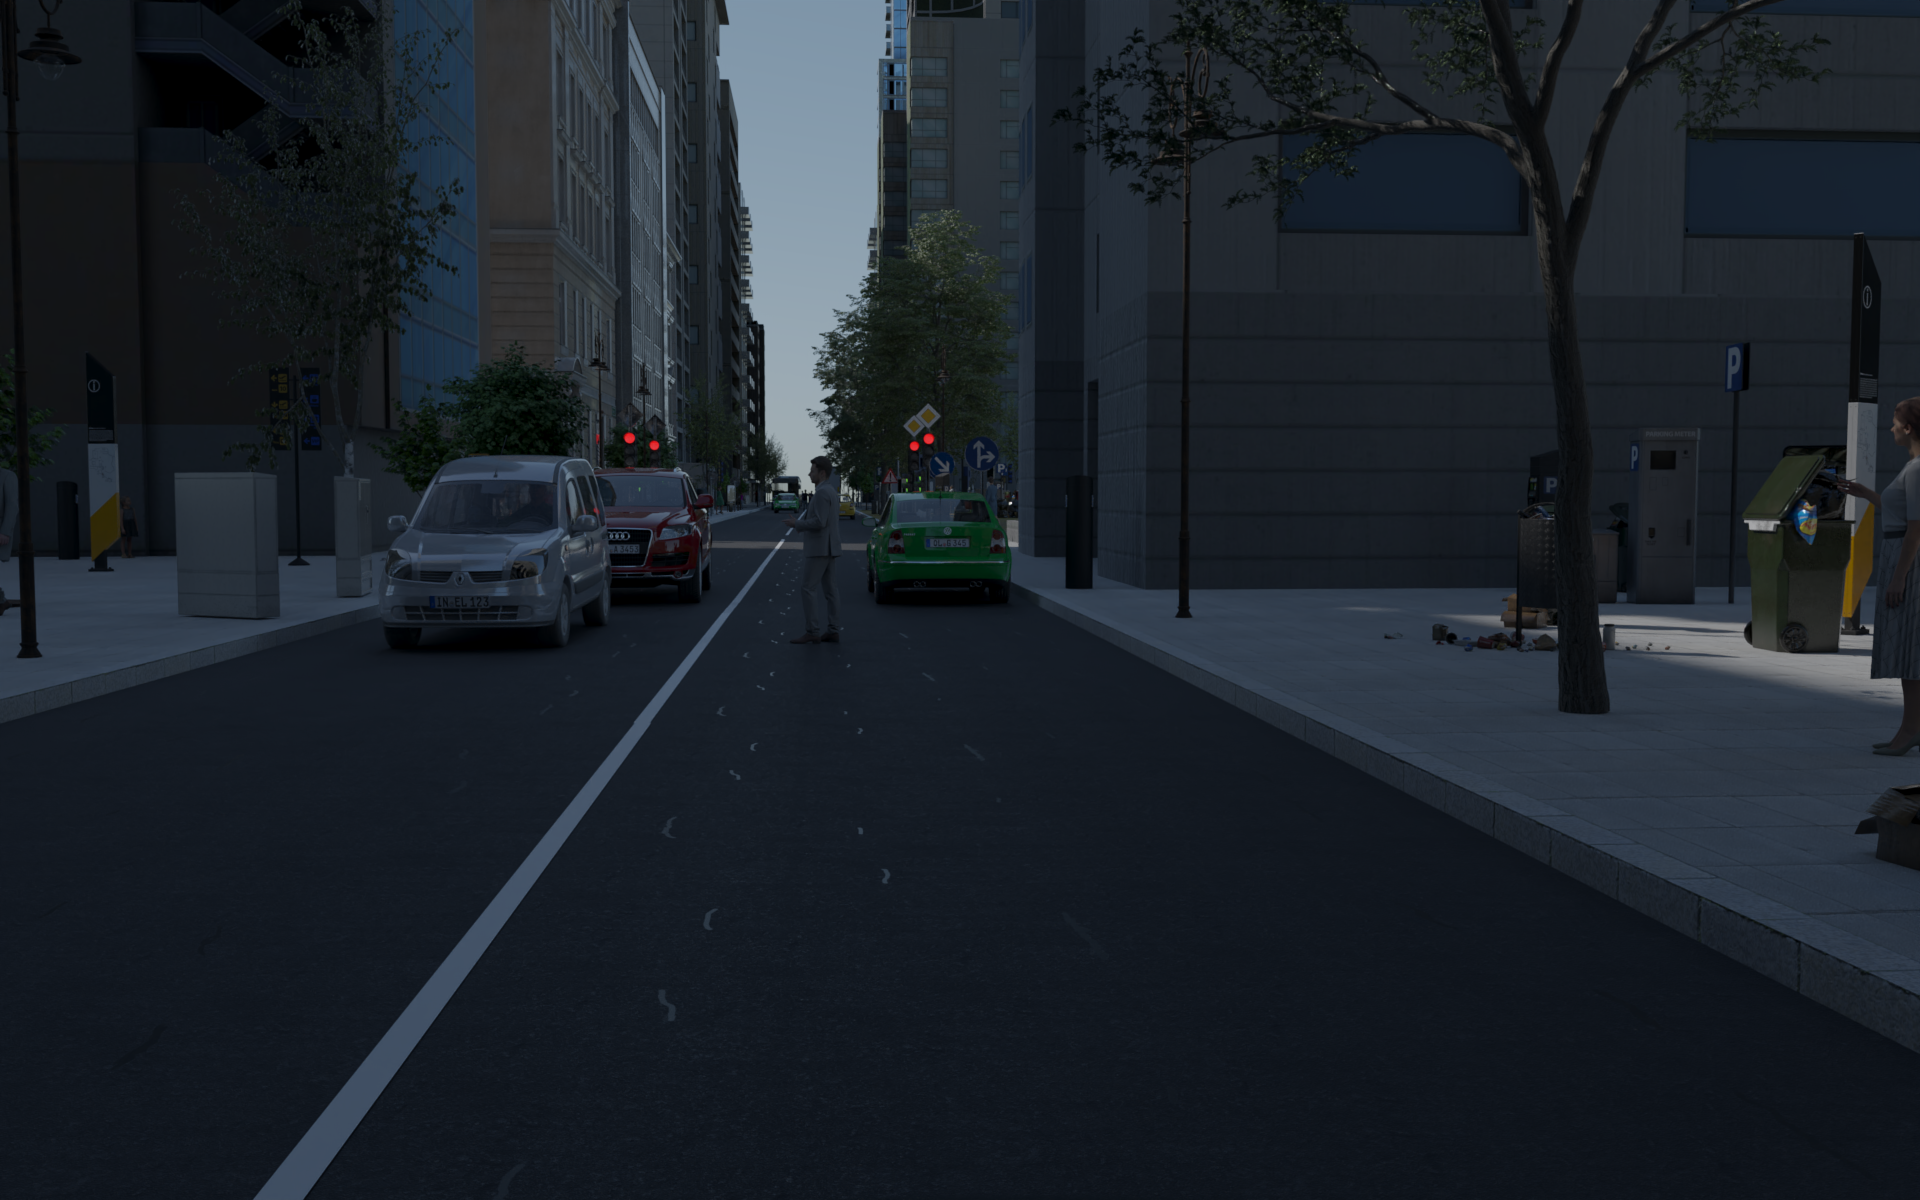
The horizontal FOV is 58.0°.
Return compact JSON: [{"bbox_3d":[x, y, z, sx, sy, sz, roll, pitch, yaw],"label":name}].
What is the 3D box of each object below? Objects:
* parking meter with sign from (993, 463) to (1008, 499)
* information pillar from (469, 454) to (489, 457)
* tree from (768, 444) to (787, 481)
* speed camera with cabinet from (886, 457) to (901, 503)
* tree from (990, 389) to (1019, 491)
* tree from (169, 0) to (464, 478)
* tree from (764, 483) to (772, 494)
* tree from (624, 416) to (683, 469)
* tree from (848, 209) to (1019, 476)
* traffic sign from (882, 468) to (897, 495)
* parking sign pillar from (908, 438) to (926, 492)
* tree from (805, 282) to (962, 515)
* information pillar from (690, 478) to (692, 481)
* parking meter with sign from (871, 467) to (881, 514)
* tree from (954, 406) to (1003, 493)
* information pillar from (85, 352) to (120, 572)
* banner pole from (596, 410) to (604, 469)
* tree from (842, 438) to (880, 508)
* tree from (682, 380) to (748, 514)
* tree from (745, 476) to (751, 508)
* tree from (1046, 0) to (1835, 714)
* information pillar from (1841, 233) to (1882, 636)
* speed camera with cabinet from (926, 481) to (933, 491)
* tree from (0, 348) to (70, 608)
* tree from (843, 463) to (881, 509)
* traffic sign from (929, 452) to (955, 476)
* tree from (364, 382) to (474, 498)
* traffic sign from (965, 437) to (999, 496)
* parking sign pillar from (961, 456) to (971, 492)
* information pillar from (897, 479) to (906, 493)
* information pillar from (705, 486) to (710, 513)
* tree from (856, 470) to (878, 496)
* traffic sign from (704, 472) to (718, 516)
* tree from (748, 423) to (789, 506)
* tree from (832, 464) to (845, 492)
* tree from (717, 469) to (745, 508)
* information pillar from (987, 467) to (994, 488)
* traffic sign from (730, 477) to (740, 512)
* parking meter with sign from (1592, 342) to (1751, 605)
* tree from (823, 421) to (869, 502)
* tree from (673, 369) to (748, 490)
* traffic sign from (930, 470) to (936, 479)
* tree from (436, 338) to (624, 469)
[{"bbox_3d":[2.186,-6.308,99.397,0.543,3.016,1.738,-1,4,-11],"label":"parking meter with sign"},{"bbox_3d":[-8.812,-1.668,31.769,0.304,2.012,0.304,-2,4,-27],"label":"information pillar"},{"bbox_3d":[-26.174,-17.891,242.879,4.737,8.622,4.395,0,3,0],"label":"tree"},{"bbox_3d":[-3.573,-6.016,92.693,0.660,3.252,2.038,-1,4,-8],"label":"speed camera with cabinet"},{"bbox_3d":[4.083,-10.446,121.150,4.737,8.622,4.395,0,3,0],"label":"tree"},{"bbox_3d":[-8.937,-4.557,24.864,4.360,8.622,3.978,0,3,0],"label":"tree"},{"bbox_3d":[-27.976,-15.800,252.936,1.663,3.219,1.824,0,3,0],"label":"tree"},{"bbox_3d":[-12.734,-5.201,68.748,4.285,4.588,4.351,0,3,0],"label":"tree"},{"bbox_3d":[-1.019,-9.261,69.541,7.486,12.596,7.792,0,3,0],"label":"tree"},{"bbox_3d":[-3.470,-5.294,86.555,0.884,2.594,0.081,0,4,4],"label":"traffic sign"},{"bbox_3d":[-1.980,-5.619,80.349,1.447,3.967,1.447,1,4,20],"label":"parking sign pillar"},{"bbox_3d":[-4.499,-12.154,105.380,9.857,13.997,8.962,0,3,0],"label":"tree"},{"bbox_3d":[-12.400,-4.551,78.900,0.304,2.012,0.304,2,4,33],"label":"information pillar"},{"bbox_3d":[-5.301,-7.056,111.620,0.543,3.016,1.738,1,4,12],"label":"parking meter with sign"},{"bbox_3d":[1.176,-11.111,132.025,4.360,8.622,3.978,0,3,0],"label":"tree"},{"bbox_3d":[-14.148,-2.277,28.577,0.504,3.616,0.183,0,4,6],"label":"information pillar"},{"bbox_3d":[-10.639,-3.745,51.247,0.401,3.779,0.863,0,4,5],"label":"banner pole"},{"bbox_3d":[-9.607,-13.271,167.345,4.360,8.622,3.978,0,3,0],"label":"tree"},{"bbox_3d":[-15.765,-9.776,110.201,4.360,8.622,3.978,0,3,0],"label":"tree"},{"bbox_3d":[-20.168,-10.108,159.874,1.663,3.219,1.824,0,3,0],"label":"tree"},{"bbox_3d":[3.685,-4.638,10.244,8.767,10.594,7.601,0,4,-3],"label":"tree"},{"bbox_3d":[8.227,-1.495,15.804,0.504,3.616,0.183,-3,5,-43],"label":"information pillar"},{"bbox_3d":[-1.852,-7.745,120.960,0.660,3.252,2.038,-3,5,-40],"label":"speed camera with cabinet"},{"bbox_3d":[-11.037,-1.536,19.721,1.663,3.219,1.824,0,3,0],"label":"tree"},{"bbox_3d":[-10.955,-12.513,188.303,4.285,4.588,4.351,0,3,0],"label":"tree"},{"bbox_3d":[-0.538,-3.193,52.308,0.768,2.556,0.104,0,3,0],"label":"traffic sign"},{"bbox_3d":[-9.176,-2.168,30.042,1.663,3.219,1.824,0,3,0],"label":"tree"},{"bbox_3d":[0.486,-2.348,38.489,0.768,2.556,0.104,0,4,5],"label":"traffic sign"},{"bbox_3d":[0.416,-8.175,122.129,1.447,3.967,1.447,1,4,10],"label":"parking sign pillar"},{"bbox_3d":[-2.771,-4.770,82.486,0.304,2.012,0.304,3,5,42],"label":"information pillar"},{"bbox_3d":[-17.463,-7.050,119.758,0.304,2.012,0.304,0,4,5],"label":"information pillar"},{"bbox_3d":[-7.149,-8.625,135.617,1.663,3.219,1.824,0,3,0],"label":"tree"},{"bbox_3d":[-14.293,-6.071,99.359,0.768,2.556,0.104,0,4,-4],"label":"traffic sign"},{"bbox_3d":[-20.726,-14.026,179.694,4.360,8.622,3.978,0,3,0],"label":"tree"},{"bbox_3d":[-19.907,-20.851,291.280,4.737,8.622,4.395,0,3,0],"label":"tree"},{"bbox_3d":[-18.315,-8.630,135.707,1.663,3.219,1.824,0,3,0],"label":"tree"},{"bbox_3d":[2.030,-7.631,116.115,0.504,3.616,0.183,1,4,11],"label":"information pillar"},{"bbox_3d":[-16.371,-7.702,126.025,0.768,2.556,0.104,0,4,3],"label":"traffic sign"},{"bbox_3d":[8.210,-1.468,20.263,1.738,3.016,0.543,0,4,5],"label":"parking meter with sign"},{"bbox_3d":[-14.289,-18.601,229.881,9.928,11.665,9.643,0,3,0],"label":"tree"},{"bbox_3d":[-14.843,-9.327,102.861,4.737,8.622,4.395,0,3,0],"label":"tree"},{"bbox_3d":[-0.729,-3.769,61.726,0.768,2.556,0.104,0,4,3],"label":"traffic sign"},{"bbox_3d":[-9.506,-3.244,36.757,4.285,4.588,4.351,0,3,0],"label":"tree"}]
